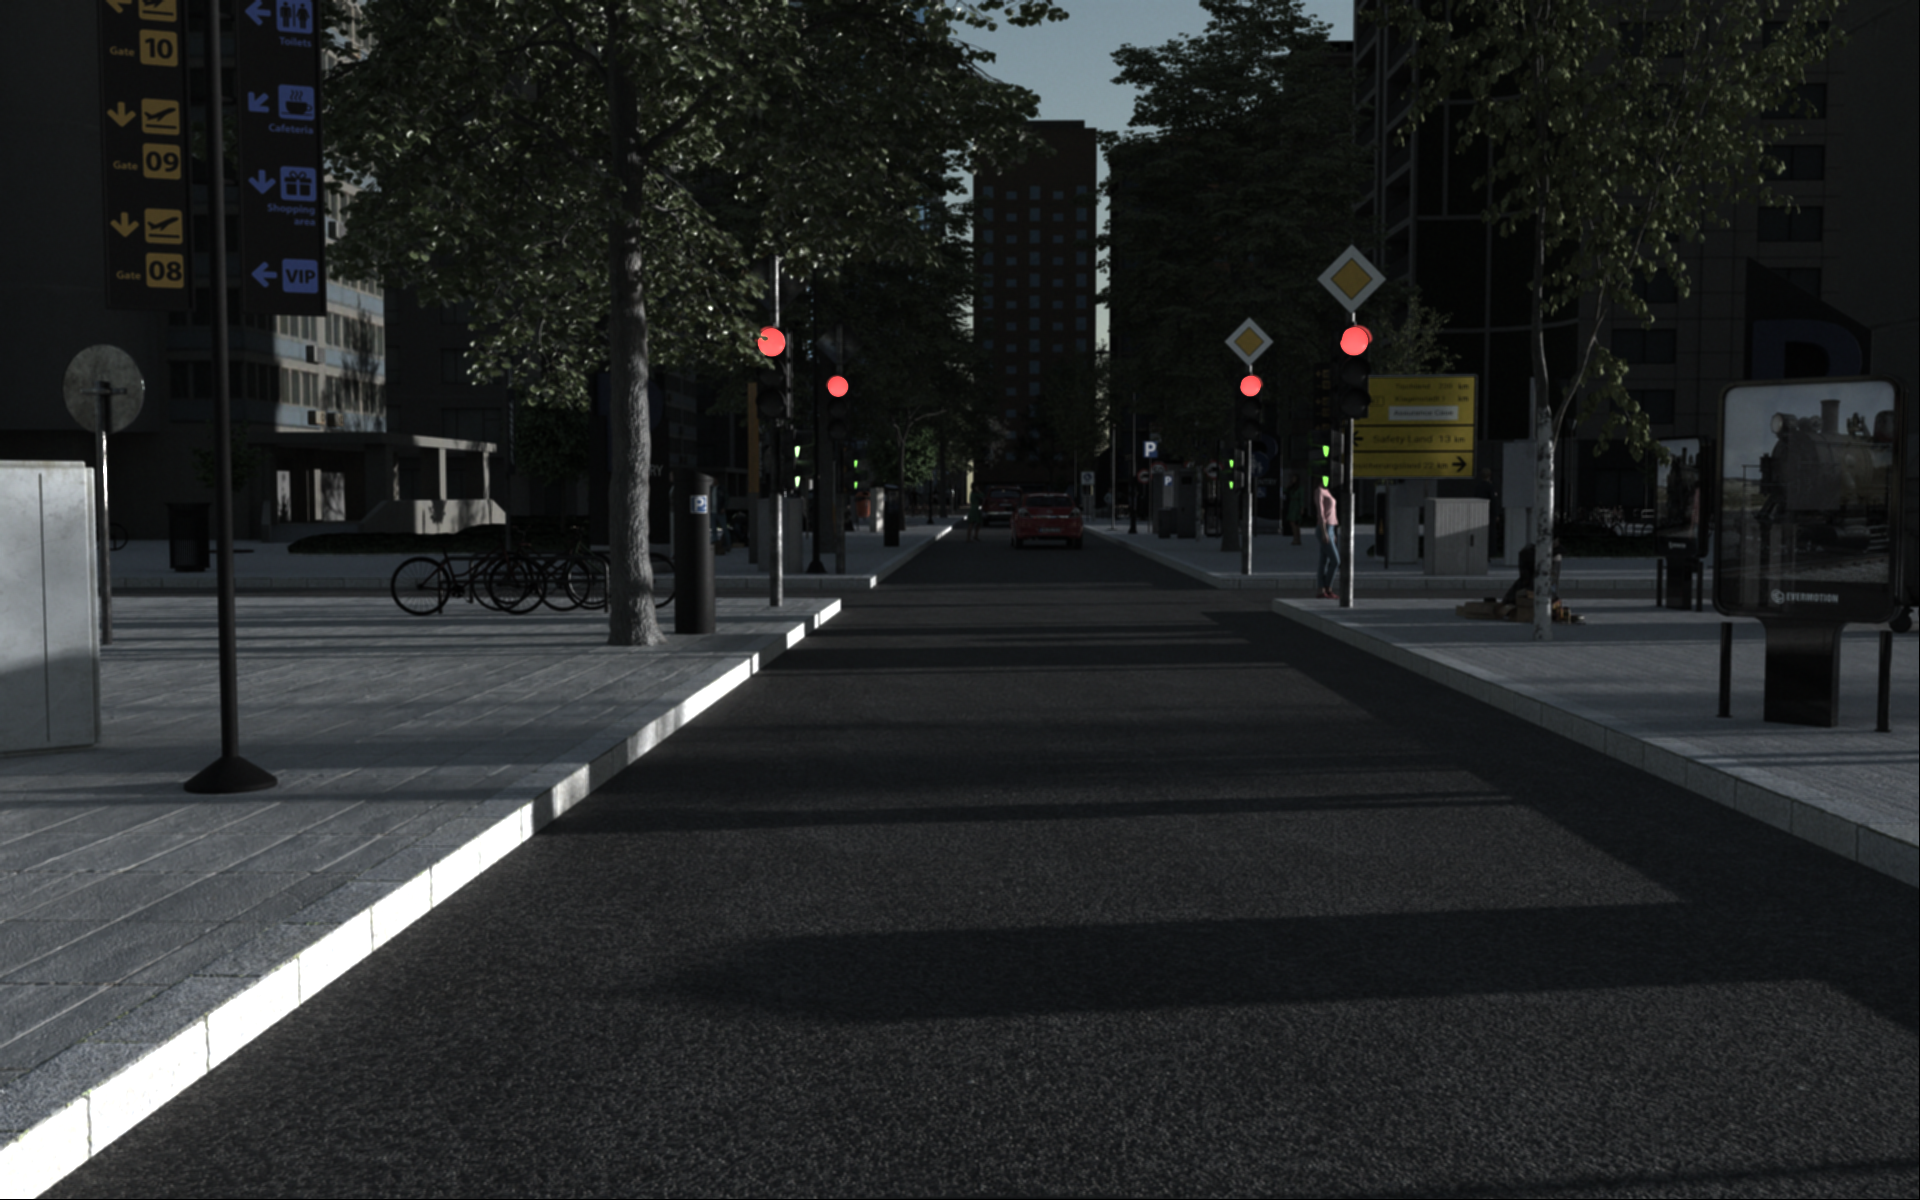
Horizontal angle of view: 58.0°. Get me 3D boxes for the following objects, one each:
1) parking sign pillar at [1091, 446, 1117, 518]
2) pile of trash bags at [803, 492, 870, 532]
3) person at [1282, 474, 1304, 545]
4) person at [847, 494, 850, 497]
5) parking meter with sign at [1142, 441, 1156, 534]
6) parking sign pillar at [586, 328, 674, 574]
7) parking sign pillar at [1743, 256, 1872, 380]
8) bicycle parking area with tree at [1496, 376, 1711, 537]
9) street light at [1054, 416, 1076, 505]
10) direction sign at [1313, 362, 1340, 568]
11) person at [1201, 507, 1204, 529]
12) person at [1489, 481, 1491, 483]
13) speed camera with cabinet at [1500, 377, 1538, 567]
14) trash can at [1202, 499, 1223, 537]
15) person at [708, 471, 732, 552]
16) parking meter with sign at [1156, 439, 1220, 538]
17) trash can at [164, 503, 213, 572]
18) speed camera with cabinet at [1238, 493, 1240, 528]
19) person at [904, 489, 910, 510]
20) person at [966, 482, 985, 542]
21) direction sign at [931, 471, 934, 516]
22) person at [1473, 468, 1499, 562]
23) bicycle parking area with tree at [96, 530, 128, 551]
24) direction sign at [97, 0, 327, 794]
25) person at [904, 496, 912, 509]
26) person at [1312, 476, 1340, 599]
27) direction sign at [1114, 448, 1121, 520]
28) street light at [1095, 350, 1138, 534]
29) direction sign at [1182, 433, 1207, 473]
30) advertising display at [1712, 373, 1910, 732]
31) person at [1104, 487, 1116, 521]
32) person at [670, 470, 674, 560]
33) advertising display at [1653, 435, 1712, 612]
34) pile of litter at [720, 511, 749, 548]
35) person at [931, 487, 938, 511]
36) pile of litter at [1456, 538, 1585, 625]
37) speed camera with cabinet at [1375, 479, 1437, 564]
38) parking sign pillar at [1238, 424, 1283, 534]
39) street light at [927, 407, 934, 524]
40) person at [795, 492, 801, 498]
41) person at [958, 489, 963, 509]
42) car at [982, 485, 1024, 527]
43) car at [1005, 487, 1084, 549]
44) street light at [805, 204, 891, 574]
[{"bbox_3d":[7.884,-6.496,94.677,1.447,3.967,1.447,3,5,41],"label":"parking sign pillar"},{"bbox_3d":[-4.414,-3.079,60.094,1.912,1.369,3.447,3,5,44],"label":"pile of trash bags"},{"bbox_3d":[8.470,-2.283,43.624,0.529,1.795,0.600,-3,5,-40],"label":"person"},{"bbox_3d":[-9.991,-8.783,150.439,1.217,1.735,0.721,-3,4,-38],"label":"person"},{"bbox_3d":[6.564,-3.665,56.191,0.543,3.016,1.738,-2,4,-24],"label":"parking meter with sign"},{"bbox_3d":[-5.397,-2.435,28.291,1.447,3.967,1.447,3,5,45],"label":"parking sign pillar"},{"bbox_3d":[9.490,-1.893,19.423,1.447,3.967,1.447,1,4,19],"label":"parking sign pillar"},{"bbox_3d":[17.248,-3.438,43.214,8.231,4.147,9.016,0,4,-2],"label":"bicycle parking area with tree"},{"bbox_3d":[6.240,-7.925,102.111,1.470,5.913,1.316,0,4,1],"label":"street light"},{"bbox_3d":[6.510,-2.323,29.986,0.876,3.537,0.379,-1,4,-14],"label":"direction sign"},{"bbox_3d":[8.300,-3.360,60.970,0.713,1.824,0.794,1,4,20],"label":"person"},{"bbox_3d":[18.543,-3.332,61.114,0.593,1.750,0.643,-3,4,-37],"label":"person"},{"bbox_3d":[9.766,-2.188,30.106,0.660,3.252,2.038,1,4,21],"label":"speed camera with cabinet"},{"bbox_3d":[7.630,-2.467,51.992,0.748,1.137,0.748,0,3,0],"label":"trash can"},{"bbox_3d":[-5.354,-1.947,38.217,0.623,1.781,0.721,1,4,12],"label":"person"},{"bbox_3d":[6.623,-3.296,50.149,1.738,3.016,0.543,0,4,6],"label":"parking meter with sign"},{"bbox_3d":[-12.719,-1.035,28.581,0.748,1.137,0.748,0,3,0],"label":"trash can"},{"bbox_3d":[9.972,-3.971,59.254,0.660,3.252,2.038,0,4,-2],"label":"speed camera with cabinet"},{"bbox_3d":[-4.264,-8.151,139.973,0.551,1.740,0.621,2,4,33],"label":"person"},{"bbox_3d":[0.414,-2.619,51.570,0.529,1.795,0.600,-1,4,-19],"label":"person"},{"bbox_3d":[-1.627,-6.677,101.169,0.379,3.537,0.876,1,4,10],"label":"direction sign"},{"bbox_3d":[9.848,-1.591,32.473,0.576,1.772,0.534,2,4,30],"label":"person"},{"bbox_3d":[-22.354,-3.033,36.593,9.016,4.147,8.231,1,4,9],"label":"bicycle parking area with tree"},{"bbox_3d":[-3.194,-0.947,7.481,0.876,3.537,0.379,-1,4,-20],"label":"direction sign"},{"bbox_3d":[-4.691,-8.458,144.291,1.348,1.831,0.705,0,4,5],"label":"person"},{"bbox_3d":[4.858,-0.885,22.976,0.388,1.821,0.555,1,4,11],"label":"person"},{"bbox_3d":[7.816,-5.744,85.918,0.379,3.537,0.876,2,4,25],"label":"direction sign"},{"bbox_3d":[5.066,-5.110,56.081,1.470,5.913,1.316,0,4,1],"label":"street light"},{"bbox_3d":[8.543,-4.353,63.172,0.876,3.537,0.379,0,3,0],"label":"direction sign"},{"bbox_3d":[4.692,-0.269,9.610,0.123,1.923,0.974,-3,5,-44],"label":"advertising display"},{"bbox_3d":[7.193,-4.593,82.945,0.589,1.601,0.330,-1,4,-16],"label":"person"},{"bbox_3d":[-5.599,-1.669,33.880,0.362,1.759,0.519,-2,4,-30],"label":"person"},{"bbox_3d":[8.013,-0.859,19.258,0.123,1.923,0.974,0,4,-7],"label":"advertising display"},{"bbox_3d":[-5.122,-1.722,42.112,1.719,0.858,1.176,-3,5,-40],"label":"pile of litter"},{"bbox_3d":[-1.894,-7.872,134.894,1.348,1.807,0.705,-3,5,-40],"label":"person"},{"bbox_3d":[5.739,-0.231,17.746,1.176,0.858,1.719,0,4,3],"label":"pile of litter"},{"bbox_3d":[8.095,-2.272,31.476,0.660,3.252,2.038,0,4,-2],"label":"speed camera with cabinet"},{"bbox_3d":[9.655,-4.103,55.555,1.447,3.967,1.447,1,4,13],"label":"parking sign pillar"},{"bbox_3d":[-0.729,-6.199,73.900,1.470,5.913,1.316,0,4,1],"label":"street light"},{"bbox_3d":[-12.248,-7.408,130.401,0.697,1.427,0.421,3,4,36],"label":"person"},{"bbox_3d":[-0.059,-8.914,152.473,0.721,1.739,1.217,2,4,24],"label":"person"},{"bbox_3d":[2.012,-4.215,77.587,2.281,1.827,5.304,0,4,1],"label":"car"},{"bbox_3d":[2.292,-2.298,46.605,2.155,1.783,4.494,0,4,0],"label":"car"},{"bbox_3d":[-1.789,-3.384,27.867,1.470,5.913,1.316,0,4,1],"label":"street light"}]
